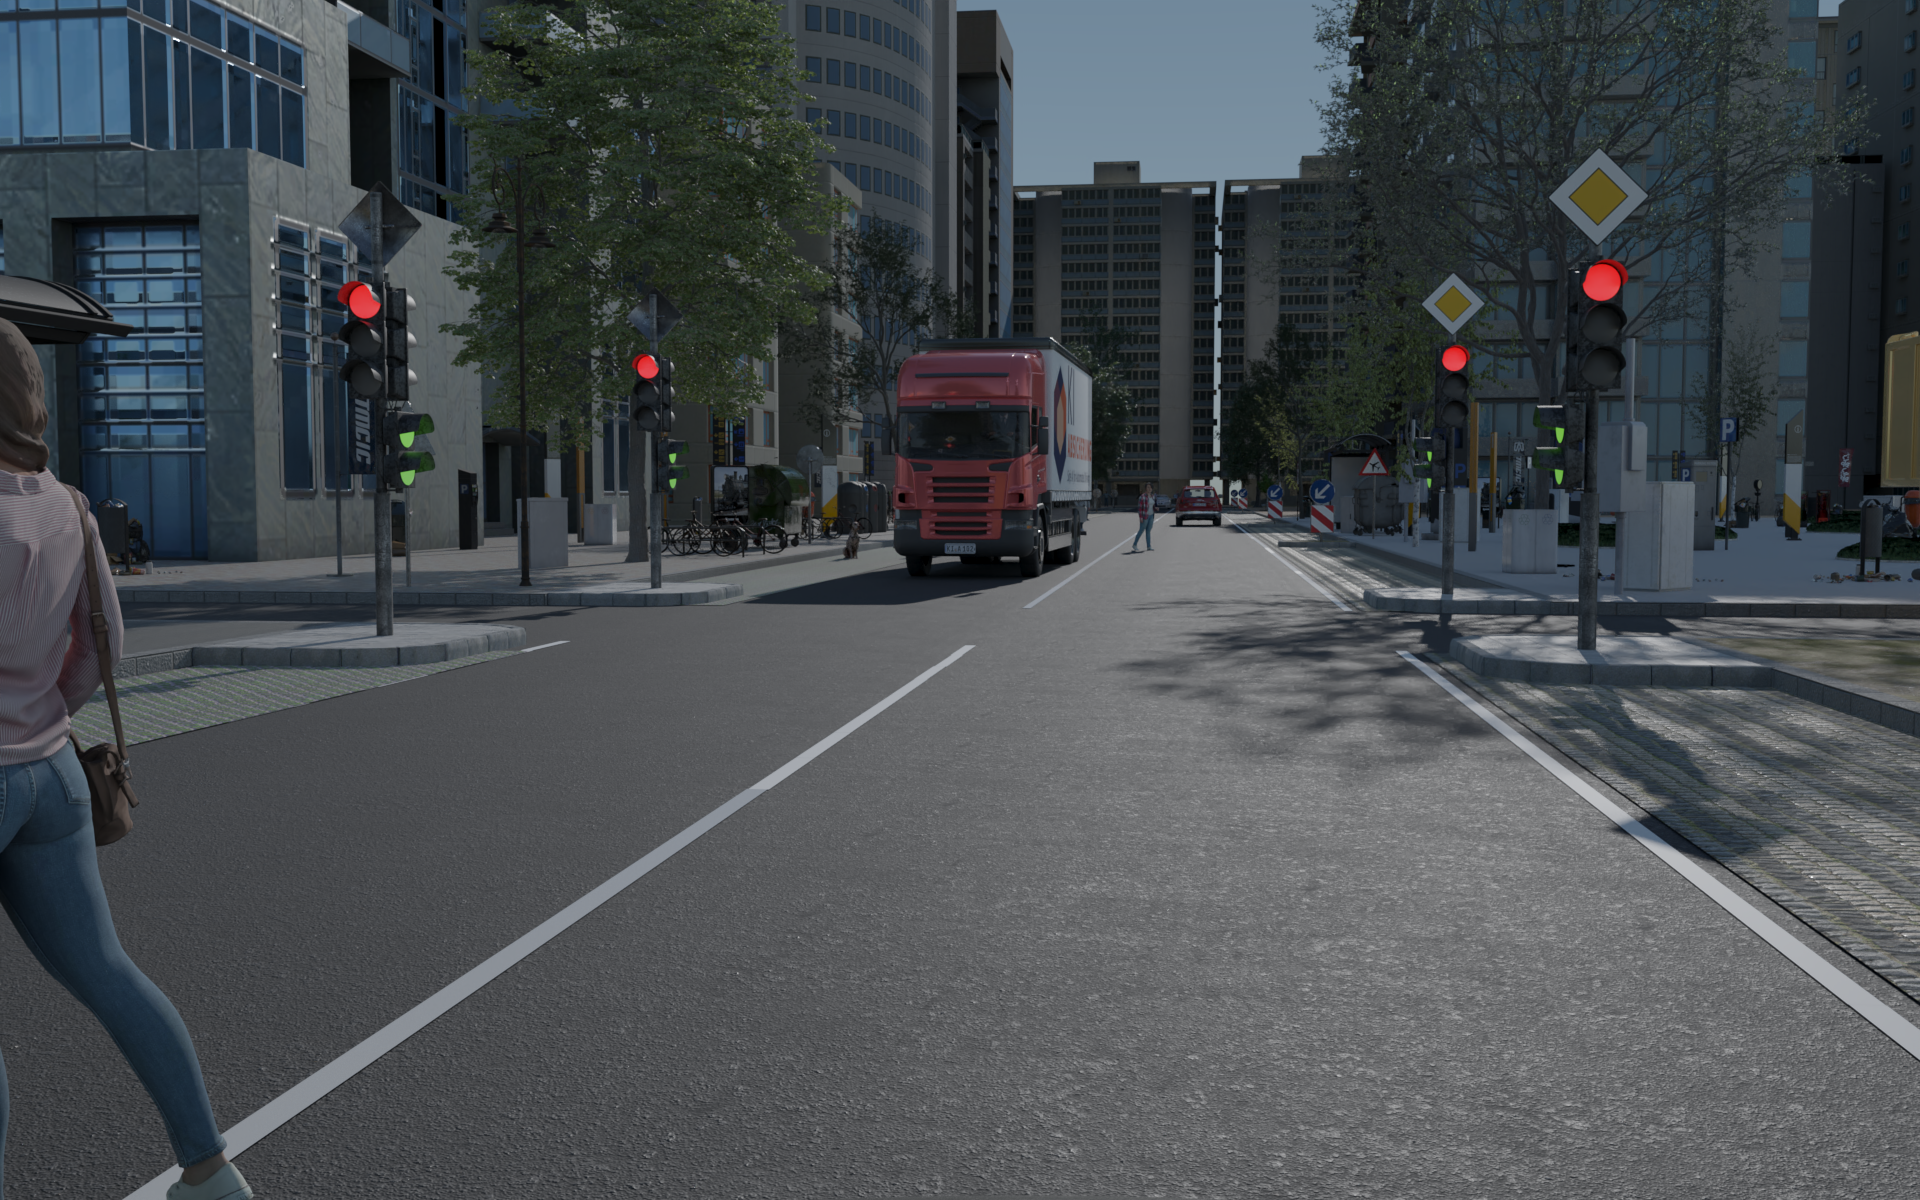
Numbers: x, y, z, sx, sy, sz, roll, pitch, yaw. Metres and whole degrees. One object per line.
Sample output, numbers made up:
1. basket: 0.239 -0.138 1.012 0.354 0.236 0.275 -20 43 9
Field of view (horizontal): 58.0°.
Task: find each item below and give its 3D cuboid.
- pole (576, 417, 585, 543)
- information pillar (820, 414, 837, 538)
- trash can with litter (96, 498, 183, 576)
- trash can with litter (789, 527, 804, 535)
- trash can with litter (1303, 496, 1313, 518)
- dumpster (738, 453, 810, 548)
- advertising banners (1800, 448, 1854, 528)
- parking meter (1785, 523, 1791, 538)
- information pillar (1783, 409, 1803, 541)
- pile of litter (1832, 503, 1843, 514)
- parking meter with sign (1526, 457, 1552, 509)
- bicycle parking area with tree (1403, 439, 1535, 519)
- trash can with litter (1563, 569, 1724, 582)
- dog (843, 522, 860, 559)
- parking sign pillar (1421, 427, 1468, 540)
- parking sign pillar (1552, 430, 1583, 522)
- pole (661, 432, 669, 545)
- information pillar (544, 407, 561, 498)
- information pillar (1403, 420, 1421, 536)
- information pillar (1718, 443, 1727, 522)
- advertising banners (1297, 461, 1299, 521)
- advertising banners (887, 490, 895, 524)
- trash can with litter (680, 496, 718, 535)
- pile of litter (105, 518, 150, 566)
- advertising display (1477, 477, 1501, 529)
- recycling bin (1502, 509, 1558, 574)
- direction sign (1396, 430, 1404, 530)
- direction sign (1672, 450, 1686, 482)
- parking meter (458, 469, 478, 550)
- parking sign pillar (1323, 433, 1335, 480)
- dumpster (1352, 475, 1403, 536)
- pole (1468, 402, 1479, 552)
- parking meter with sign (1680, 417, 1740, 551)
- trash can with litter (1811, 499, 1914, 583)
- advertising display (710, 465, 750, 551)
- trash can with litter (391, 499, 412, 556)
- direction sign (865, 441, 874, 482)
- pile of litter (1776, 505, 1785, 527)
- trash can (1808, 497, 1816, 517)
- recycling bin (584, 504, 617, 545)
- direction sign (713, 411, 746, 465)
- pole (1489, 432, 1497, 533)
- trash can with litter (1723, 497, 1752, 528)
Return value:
1. pole: -10.000 -3.168 45.647 0.158 3.312 0.155 0 3 0
2. information pillar: -3.833 -3.624 50.609 0.504 3.616 0.183 -2 4 -33
3. trash can with litter: -13.806 -1.019 27.717 2.233 1.210 1.678 1 4 14
4. trash can with litter: -5.286 -2.608 54.023 0.624 1.170 1.055 2 4 25
5. trash can with litter: 18.999 -5.061 94.135 1.055 1.170 0.624 -3 5 -41
6. dumpster: -4.529 -2.377 41.361 1.502 2.255 1.985 0 4 8
7. advertising banners: 32.931 -4.276 66.092 2.074 3.025 0.090 1 4 20
8. parking meter: 24.561 -2.773 51.049 0.399 1.863 0.255 2 4 28
9. information pillar: 22.957 -3.447 47.715 0.504 3.616 0.183 -1 4 -9
10. pile of litter: 41.094 -4.072 80.539 1.719 0.858 1.176 -3 4 -37
11. parking meter with sign: 27.241 -5.154 80.523 1.738 3.016 0.543 2 4 35
12. bicycle parking area with tree: 26.740 -6.336 90.592 8.231 4.147 9.016 2 4 27
13. trash can with litter: 10.125 -0.913 25.989 1.678 1.210 2.233 -2 4 -29
14. dog: -2.327 -1.312 38.289 0.513 0.831 0.800 1 4 16
15. parking sign pillar: 13.641 -3.660 48.312 1.447 3.967 1.447 -1 4 -12
16. parking sign pillar: 22.146 -4.538 62.673 1.447 3.967 1.447 2 4 26
17. pole: -7.511 -3.069 44.016 0.158 3.312 0.155 0 3 0
18. information pillar: -9.669 -3.045 41.147 0.183 3.616 0.504 2 4 28
19. information pillar: 13.814 -3.761 52.848 0.183 3.616 0.504 -3 4 -36
20. information pillar: 35.205 -5.415 79.891 0.504 3.616 0.183 -3 5 -41
21. advertising banners: 16.205 -5.317 83.117 0.090 3.025 2.074 1 4 11
22. advertising banners: -2.901 -4.853 75.530 0.090 3.025 2.074 1 4 11
23. trash can with litter: -8.109 -2.694 55.098 1.678 1.210 2.233 1 4 14
24. pile of litter: -15.436 -1.082 31.658 1.176 0.858 1.719 0 4 0
25. advertising display: 19.728 -3.641 64.743 0.974 1.923 0.123 3 4 38
26. recycling bin: 9.260 -0.954 28.151 0.722 1.027 0.722 0 4 4
27. direction sign: 15.605 -4.256 61.579 0.379 3.537 0.876 2 4 27
28. direction sign: 37.296 -5.991 89.947 0.876 3.537 0.379 -2 4 -23
29. parking meter: -11.362 -2.099 40.029 0.399 1.863 0.255 1 4 19
30. parking sign pillar: 15.897 -5.271 74.658 1.447 3.967 1.447 1 4 10
31. dumpster: 12.826 -2.921 53.516 1.264 1.857 1.865 0 4 8
32. pole: 11.464 -2.741 38.661 0.158 3.312 0.155 0 3 0
33. parking meter with sign: 16.775 -2.640 39.420 1.738 3.016 0.543 -1 4 -14
34. trash can with litter: 13.241 -0.897 25.717 2.233 1.210 1.678 -3 4 -39
35. advertising display: -5.170 -2.064 38.961 0.974 1.923 0.123 -3 5 -41
36. trash can with litter: -11.633 -1.507 36.025 0.624 1.170 1.055 -2 4 -26
37. direction sign: -3.873 -5.022 74.103 0.379 3.537 0.876 1 4 22
38. pile of litter: 32.837 -3.323 68.304 1.719 0.858 1.176 -3 4 -38
39. trash can: 40.659 -4.340 82.605 0.748 1.137 0.748 0 3 0
40. recycling bin: -9.111 -1.916 43.878 0.722 1.027 0.722 0 4 -2
41. direction sign: -6.265 -3.367 47.045 0.876 3.537 0.379 0 4 -3
42. pole: 17.614 -3.877 57.231 0.158 3.312 0.155 0 3 0
43. trash can with litter: 29.166 -3.282 65.043 0.624 1.170 1.055 -2 4 -25
